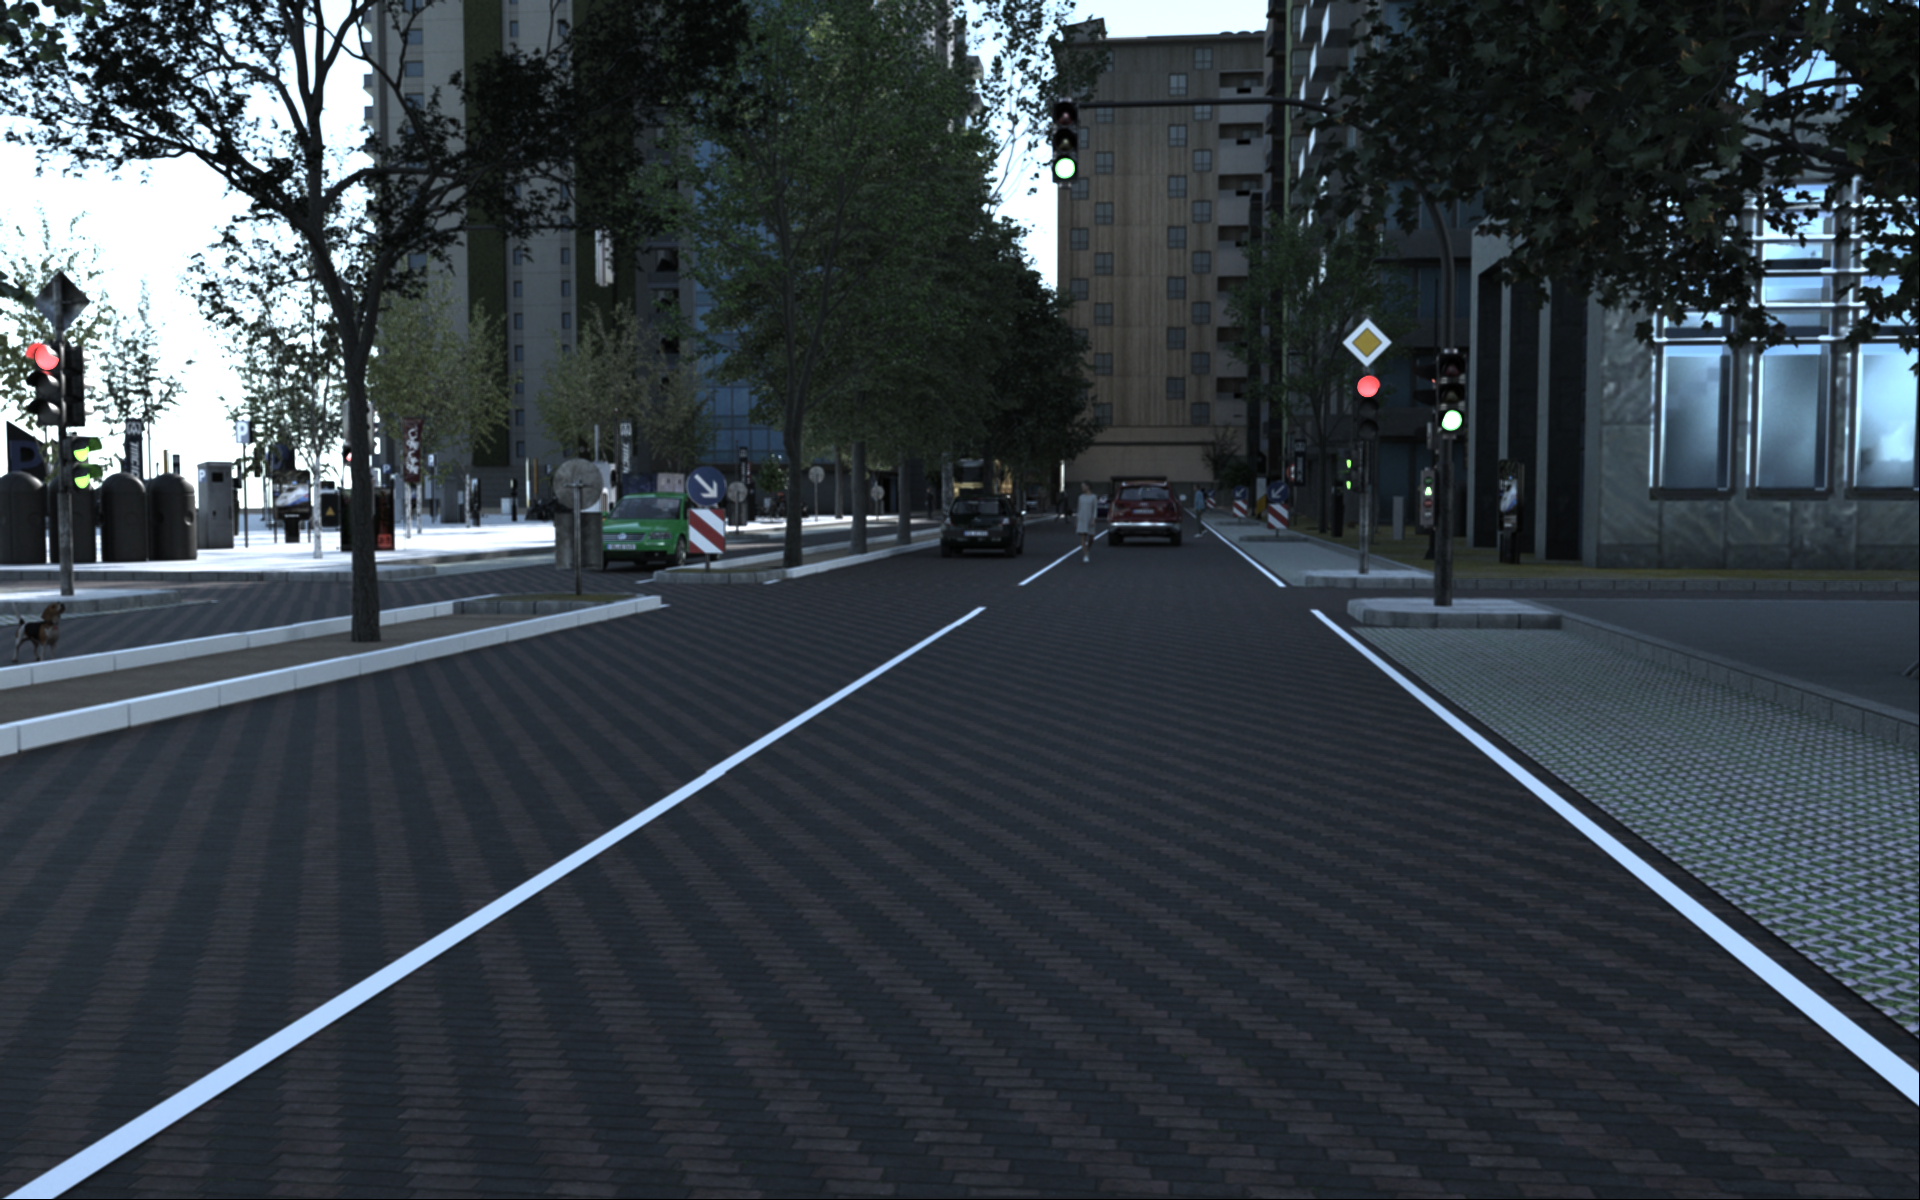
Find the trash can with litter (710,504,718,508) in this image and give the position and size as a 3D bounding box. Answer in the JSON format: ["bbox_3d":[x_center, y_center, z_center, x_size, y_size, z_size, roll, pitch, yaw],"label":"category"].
[{"bbox_3d":[-9.041,-3.030,60.920,1.055,1.170,0.624,-1,4,-12],"label":"trash can with litter"}]

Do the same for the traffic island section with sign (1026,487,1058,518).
[{"bbox_3d":[4.845,-5.824,103.363,2.006,1.907,1.989,0,4,7],"label":"traffic island section with sign"}]

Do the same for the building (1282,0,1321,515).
[{"bbox_3d":[27.485,-26.040,109.343,14.154,41.232,14.086,0,4,7],"label":"building"}]

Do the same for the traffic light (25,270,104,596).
[{"bbox_3d":[-11.272,-2.010,21.778,0.839,4.253,0.868,0,4,7],"label":"traffic light"}]

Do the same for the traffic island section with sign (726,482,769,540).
[{"bbox_3d":[-7.095,-2.808,54.543,1.989,1.847,2.006,0,4,7],"label":"traffic island section with sign"}]

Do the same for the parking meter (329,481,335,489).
[{"bbox_3d":[-28.041,-4.383,77.380,0.255,1.863,0.399,-1,4,-17],"label":"parking meter"}]

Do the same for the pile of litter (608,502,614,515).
[{"bbox_3d":[-19.221,-4.978,95.354,1.719,0.858,1.176,-1,4,-14],"label":"pile of litter"}]

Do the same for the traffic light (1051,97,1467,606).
[{"bbox_3d":[3.435,-2.767,19.907,4.771,5.953,1.251,0,4,7],"label":"traffic light"}]

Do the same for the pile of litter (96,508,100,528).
[{"bbox_3d":[-32.042,-3.150,65.471,1.176,0.858,1.719,-1,4,-22],"label":"pile of litter"}]

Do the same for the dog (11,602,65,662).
[{"bbox_3d":[-7.863,0.276,14.782,0.540,0.507,0.406,-1,4,-10],"label":"dog"}]

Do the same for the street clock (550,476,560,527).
[{"bbox_3d":[-15.719,-3.850,67.526,0.358,2.002,0.471,2,4,32],"label":"street clock"}]

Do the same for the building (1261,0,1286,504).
[{"bbox_3d":[34.418,-29.115,130.652,22.147,44.769,28.867,0,4,7],"label":"building"}]

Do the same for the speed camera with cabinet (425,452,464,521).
[{"bbox_3d":[-24.605,-5.399,82.608,0.660,3.252,2.038,2,4,26],"label":"speed camera with cabinet"}]

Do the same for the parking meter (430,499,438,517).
[{"bbox_3d":[-30.122,-5.709,99.055,0.399,1.863,0.255,0,4,2],"label":"parking meter"}]

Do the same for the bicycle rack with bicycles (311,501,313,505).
[{"bbox_3d":[-33.234,-4.745,90.966,2.925,0.926,2.852,1,4,11],"label":"bicycle rack with bicycles"}]

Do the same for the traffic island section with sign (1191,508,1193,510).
[{"bbox_3d":[21.752,-8.995,155.703,1.989,1.847,2.006,0,4,7],"label":"traffic island section with sign"}]

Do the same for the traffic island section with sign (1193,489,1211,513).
[{"bbox_3d":[18.566,-7.358,128.936,1.989,1.847,2.006,0,4,7],"label":"traffic island section with sign"}]

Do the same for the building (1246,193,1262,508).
[{"bbox_3d":[34.782,-24.205,167.460,14.160,30.474,14.107,0,4,7],"label":"building"}]

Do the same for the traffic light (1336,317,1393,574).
[{"bbox_3d":[6.468,-2.374,27.730,0.839,4.253,0.868,0,4,7],"label":"traffic light"}]

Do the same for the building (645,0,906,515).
[{"bbox_3d":[-11.382,-28.273,112.376,14.600,45.320,14.200,0,4,7],"label":"building"}]

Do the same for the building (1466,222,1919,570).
[{"bbox_3d":[27.663,-44.267,36.429,31.000,86.520,22.319,0,4,7],"label":"building"}]

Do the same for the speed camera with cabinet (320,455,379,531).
[{"bbox_3d":[-21.503,-4.066,60.821,2.038,3.252,0.660,-1,4,-10],"label":"speed camera with cabinet"}]

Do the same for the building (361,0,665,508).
[{"bbox_3d":[-42.971,-38.552,172.330,28.212,58.520,21.231,0,4,7],"label":"building"}]

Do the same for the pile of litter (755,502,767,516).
[{"bbox_3d":[-12.067,-5.343,101.316,1.719,0.858,1.176,1,4,9],"label":"pile of litter"}]

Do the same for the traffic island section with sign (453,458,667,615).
[{"bbox_3d":[-4.922,-0.811,21.395,2.006,1.907,1.989,0,4,7],"label":"traffic island section with sign"}]

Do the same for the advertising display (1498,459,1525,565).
[{"bbox_3d":[10.143,-1.633,31.908,0.123,1.923,0.974,0,4,-3],"label":"advertising display"}]

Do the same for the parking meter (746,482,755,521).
[{"bbox_3d":[-9.839,-4.629,81.388,0.399,1.863,0.255,-2,4,-28],"label":"parking meter"}]

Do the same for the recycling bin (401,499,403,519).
[{"bbox_3d":[-28.738,-4.606,87.865,0.722,1.027,0.722,-3,4,-37],"label":"recycling bin"}]

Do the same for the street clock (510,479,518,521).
[{"bbox_3d":[-20.999,-4.709,81.564,0.358,2.002,0.471,-2,4,-29],"label":"street clock"}]

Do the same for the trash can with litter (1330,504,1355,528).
[{"bbox_3d":[14.453,-3.293,65.231,1.055,1.170,0.624,1,4,12],"label":"trash can with litter"}]

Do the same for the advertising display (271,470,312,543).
[{"bbox_3d":[-17.614,-2.474,45.659,0.974,1.923,0.123,-1,4,-9],"label":"advertising display"}]

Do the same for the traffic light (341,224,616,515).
[{"bbox_3d":[-8.239,-3.353,29.495,4.771,5.953,1.251,0,4,7],"label":"traffic light"}]

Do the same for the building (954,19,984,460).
[{"bbox_3d":[-13.285,-33.533,167.871,30.456,49.044,23.786,0,4,7],"label":"building"}]

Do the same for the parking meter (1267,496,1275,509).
[{"bbox_3d":[15.156,-4.644,84.332,0.372,1.533,0.369,0,3,0],"label":"parking meter"}]

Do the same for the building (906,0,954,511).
[{"bbox_3d":[-12.605,-36.173,133.434,21.231,58.520,28.212,0,4,7],"label":"building"}]

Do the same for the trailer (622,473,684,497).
[{"bbox_3d":[-8.472,-2.445,47.030,1.471,1.999,3.904,0,4,7],"label":"trailer"}]

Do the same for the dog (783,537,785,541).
[{"bbox_3d":[-5.133,-2.004,52.952,0.550,0.427,0.748,0,4,0],"label":"dog"}]

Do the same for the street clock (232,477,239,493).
[{"bbox_3d":[-31.528,-4.325,75.291,0.471,2.002,0.358,3,5,43],"label":"street clock"}]

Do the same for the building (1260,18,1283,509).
[{"bbox_3d":[34.005,-30.750,152.872,14.600,45.320,14.200,0,4,7],"label":"building"}]

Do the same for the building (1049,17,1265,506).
[{"bbox_3d":[24.954,-37.357,200.025,27.495,52.752,28.713,0,4,7],"label":"building"}]

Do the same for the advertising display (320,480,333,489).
[{"bbox_3d":[-30.140,-4.706,82.160,0.974,1.923,0.123,0,4,-6],"label":"advertising display"}]

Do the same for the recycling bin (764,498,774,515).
[{"bbox_3d":[-11.488,-5.663,105.150,0.722,1.027,0.722,-1,4,-12],"label":"recycling bin"}]

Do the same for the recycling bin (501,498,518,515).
[{"bbox_3d":[-27.794,-5.769,106.880,0.722,1.027,0.722,2,4,30],"label":"recycling bin"}]

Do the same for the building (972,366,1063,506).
[{"bbox_3d":[-3.049,-21.972,204.273,28.899,21.520,27.650,0,4,7],"label":"building"}]

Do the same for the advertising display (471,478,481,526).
[{"bbox_3d":[-19.334,-3.913,69.198,0.123,1.923,0.974,-2,4,-30],"label":"advertising display"}]

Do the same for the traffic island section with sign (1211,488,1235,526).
[{"bbox_3d":[12.627,-4.306,79.030,1.989,1.847,2.006,0,4,7],"label":"traffic island section with sign"}]

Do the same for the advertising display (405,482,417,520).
[{"bbox_3d":[-27.181,-4.914,85.555,0.123,1.923,0.974,1,4,18],"label":"advertising display"}]

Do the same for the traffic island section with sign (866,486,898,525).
[{"bbox_3d":[-3.895,-4.445,81.308,1.989,1.847,2.006,0,4,7],"label":"traffic island section with sign"}]

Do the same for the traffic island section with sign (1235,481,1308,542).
[{"bbox_3d":[9.433,-2.669,52.264,1.989,1.847,2.006,0,4,7],"label":"traffic island section with sign"}]

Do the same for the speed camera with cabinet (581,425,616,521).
[{"bbox_3d":[-10.162,-3.326,48.716,0.660,3.252,2.038,0,4,1],"label":"speed camera with cabinet"}]

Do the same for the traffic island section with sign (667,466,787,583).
[{"bbox_3d":[-4.036,-1.261,28.749,2.006,1.907,1.989,0,4,7],"label":"traffic island section with sign"}]

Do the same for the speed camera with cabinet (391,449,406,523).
[{"bbox_3d":[-25.261,-5.077,77.348,0.660,3.252,2.038,-2,4,-34],"label":"speed camera with cabinet"}]

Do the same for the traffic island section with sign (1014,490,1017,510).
[{"bbox_3d":[5.269,-9.149,158.215,1.989,1.847,2.006,0,4,7],"label":"traffic island section with sign"}]

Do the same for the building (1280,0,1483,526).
[{"bbox_3d":[27.607,-28.155,79.935,23.786,49.044,30.456,0,4,7],"label":"building"}]

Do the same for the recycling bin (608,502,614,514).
[{"bbox_3d":[-20.294,-5.344,99.927,0.722,1.027,0.722,1,4,16],"label":"recycling bin"}]

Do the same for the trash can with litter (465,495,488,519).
[{"bbox_3d":[-26.807,-5.222,96.442,1.678,1.210,2.233,1,4,9],"label":"trash can with litter"}]

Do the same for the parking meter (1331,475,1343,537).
[{"bbox_3d":[11.246,-2.809,51.638,0.255,1.863,0.399,0,4,-6],"label":"parking meter"}]
